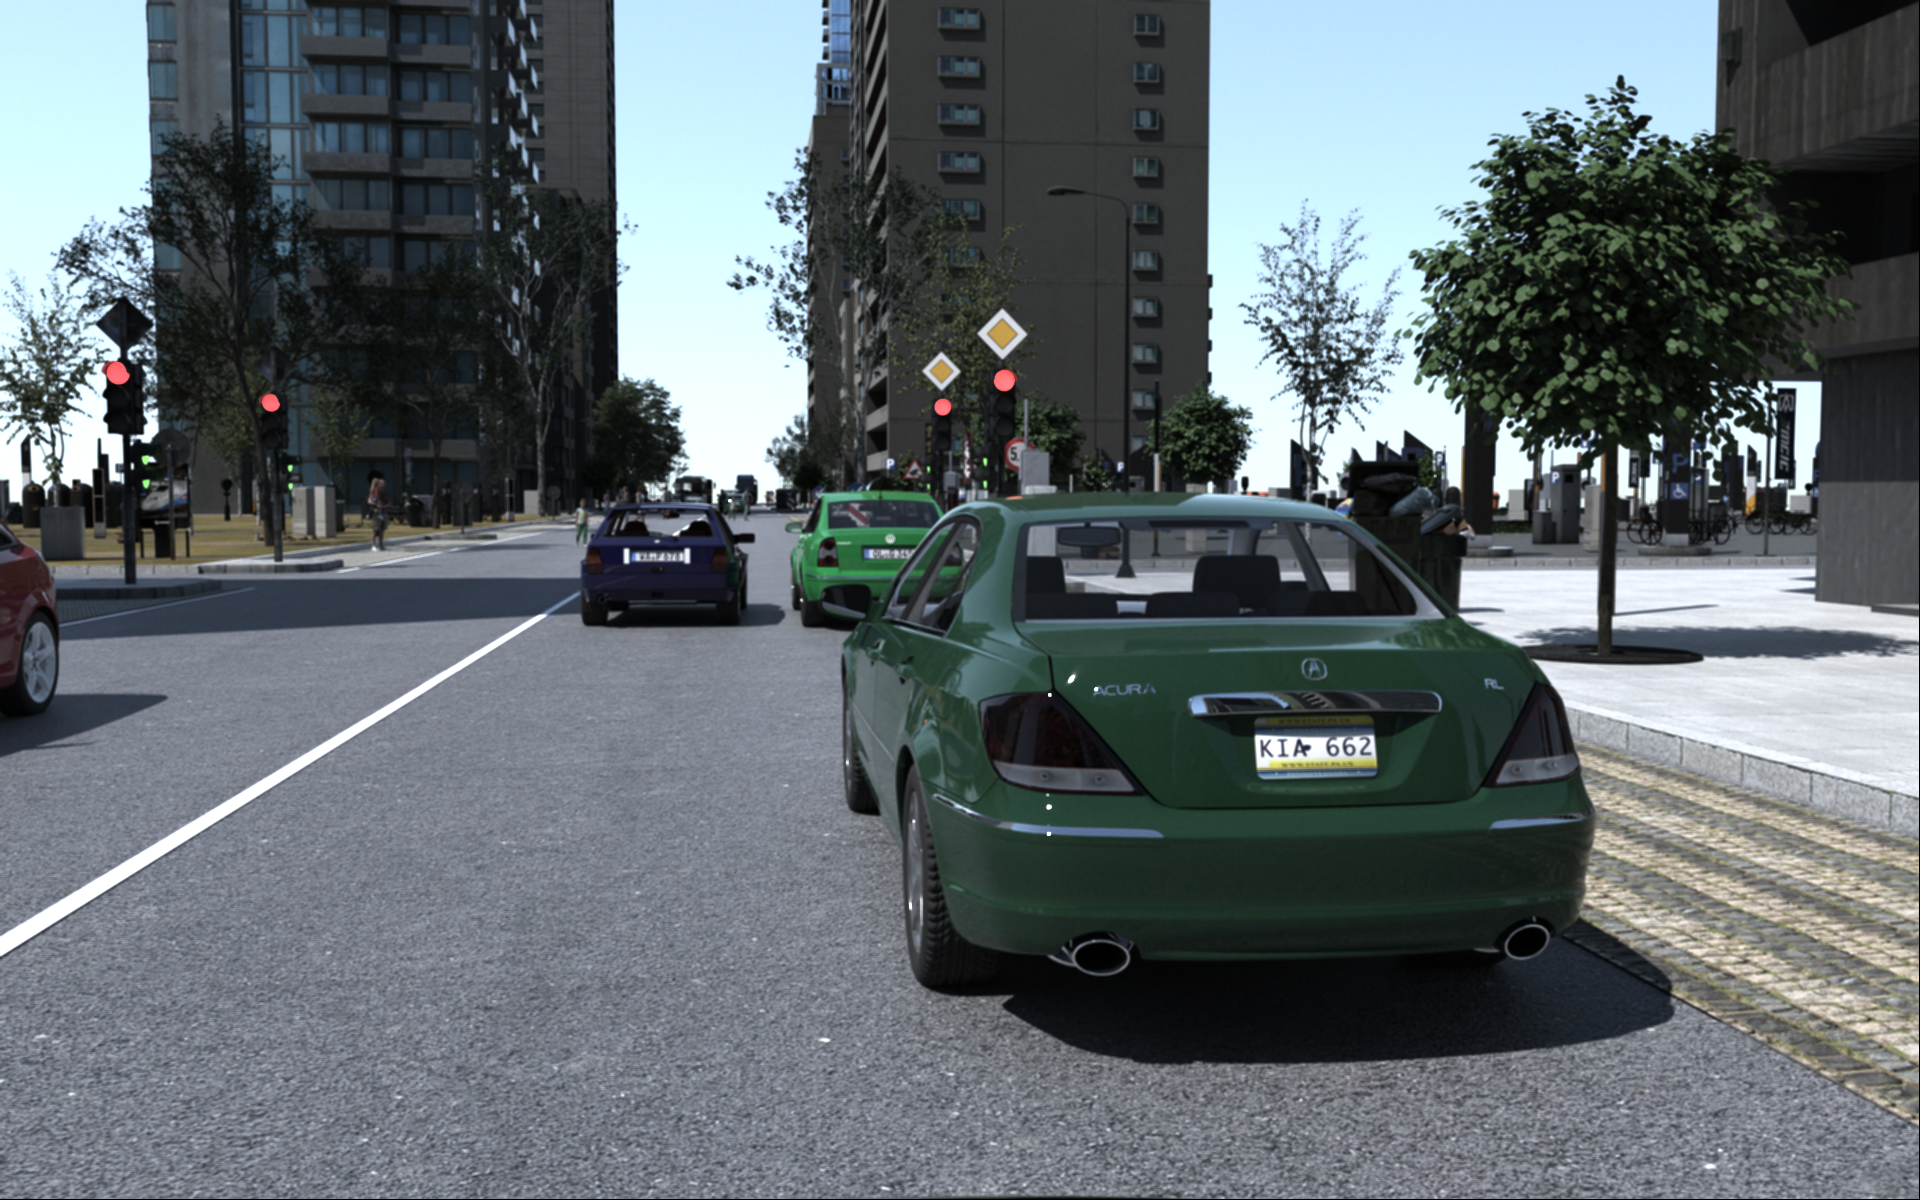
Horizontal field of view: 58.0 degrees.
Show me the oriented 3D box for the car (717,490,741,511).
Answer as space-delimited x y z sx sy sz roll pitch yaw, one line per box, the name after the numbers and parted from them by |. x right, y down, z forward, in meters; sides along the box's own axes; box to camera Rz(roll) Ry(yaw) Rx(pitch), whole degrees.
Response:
-19.354 -8.403 146.056 2.281 1.827 5.304 -1 4 -9 | car

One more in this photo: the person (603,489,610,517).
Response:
-21.937 -6.003 107.485 0.643 1.720 0.563 -2 4 -35 | person

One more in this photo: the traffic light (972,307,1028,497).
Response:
0.613 -2.283 26.245 0.839 4.253 0.868 0 4 -7 | traffic light

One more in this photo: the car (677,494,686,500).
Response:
-24.457 -8.314 147.728 2.131 1.459 4.920 -1 4 -9 | car

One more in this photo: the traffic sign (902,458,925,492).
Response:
-1.612 -3.772 61.677 0.884 2.594 0.081 0 4 1 | traffic sign

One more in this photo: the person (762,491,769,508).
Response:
-20.199 -10.467 180.160 0.750 1.759 0.617 0 4 -1 | person

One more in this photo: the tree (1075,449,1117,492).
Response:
5.403 -4.679 71.099 1.663 3.219 1.824 0 3 0 | tree

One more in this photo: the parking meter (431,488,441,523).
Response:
-22.908 -4.118 75.735 0.372 1.533 0.369 0 3 0 | parking meter

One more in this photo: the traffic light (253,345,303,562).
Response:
-12.848 -2.670 32.583 0.839 4.253 0.868 0 4 -7 | traffic light

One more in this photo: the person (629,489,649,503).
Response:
-20.343 -6.191 109.810 1.348 1.812 0.705 0 4 4 | person

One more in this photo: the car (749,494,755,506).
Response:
-26.296 -12.466 212.851 2.155 1.783 4.494 0 4 -7 | car

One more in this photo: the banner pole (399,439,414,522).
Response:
-25.334 -5.452 79.153 0.401 3.779 0.863 3 5 41 | banner pole

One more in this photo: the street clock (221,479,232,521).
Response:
-35.142 -4.798 83.020 0.358 2.002 0.471 2 4 32 | street clock

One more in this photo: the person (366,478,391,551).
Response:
-14.599 -2.141 43.476 0.573 1.828 0.580 0 4 -5 | person

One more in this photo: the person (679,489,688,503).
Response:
-21.994 -7.893 137.559 0.705 1.824 1.348 1 4 19 | person

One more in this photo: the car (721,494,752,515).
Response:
-15.372 -6.566 119.150 2.131 1.459 4.920 0 4 -8 | car

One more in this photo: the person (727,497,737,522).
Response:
-11.807 -4.711 89.773 0.590 1.304 0.306 2 4 35 | person

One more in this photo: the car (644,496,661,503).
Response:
-20.008 -6.150 113.138 1.945 1.354 3.894 -1 4 -8 | car

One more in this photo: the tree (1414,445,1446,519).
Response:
18.247 -4.507 68.293 1.663 3.219 1.824 0 3 0 | tree

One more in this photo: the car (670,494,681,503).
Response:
-23.844 -7.975 142.189 2.131 1.459 4.920 0 4 -6 | car

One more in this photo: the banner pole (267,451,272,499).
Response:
-40.477 -6.824 101.589 0.401 3.779 0.863 -3 5 -44 | banner pole

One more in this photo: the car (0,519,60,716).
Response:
-6.681 -0.042 9.721 2.155 1.783 4.494 0 4 -7 | car

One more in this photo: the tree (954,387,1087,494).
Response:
2.272 -4.258 53.324 4.285 4.588 4.351 0 3 0 | tree

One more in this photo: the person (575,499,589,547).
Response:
-10.205 -2.079 46.741 0.306 1.304 0.590 -2 4 -35 | person

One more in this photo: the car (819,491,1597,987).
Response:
0.567 0.320 6.565 2.131 1.459 4.920 0 4 -8 | car

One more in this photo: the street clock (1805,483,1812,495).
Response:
56.635 -6.790 115.583 0.358 2.002 0.471 -1 4 -21 | street clock

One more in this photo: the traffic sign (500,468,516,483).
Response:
-21.782 -5.100 83.499 0.768 2.556 0.104 0 4 -3 | traffic sign

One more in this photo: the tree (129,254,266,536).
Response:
-23.794 -6.311 53.547 4.360 8.622 3.978 0 3 0 | tree

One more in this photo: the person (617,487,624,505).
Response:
-19.582 -5.617 100.309 0.822 1.834 0.622 -3 4 -37 | person

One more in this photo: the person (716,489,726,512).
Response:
-18.593 -7.754 135.266 0.705 1.826 1.348 1 4 23 | person

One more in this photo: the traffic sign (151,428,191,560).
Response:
-15.279 -2.045 33.546 0.768 2.556 0.104 0 4 -3 | traffic sign

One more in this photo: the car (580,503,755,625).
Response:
-3.393 -0.472 20.290 1.945 1.354 3.894 0 4 -5 | car

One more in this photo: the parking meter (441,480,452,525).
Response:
-21.647 -4.115 72.986 0.255 1.863 0.399 1 4 18 | parking meter

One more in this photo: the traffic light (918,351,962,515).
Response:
-0.387 -2.767 34.167 0.839 4.253 0.868 0 4 -7 | traffic light

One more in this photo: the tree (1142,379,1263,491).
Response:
6.920 -4.003 49.158 4.285 4.588 4.351 0 3 0 | tree

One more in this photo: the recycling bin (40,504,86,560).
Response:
-17.555 -1.306 33.909 0.722 1.027 0.722 -1 4 -22 | recycling bin

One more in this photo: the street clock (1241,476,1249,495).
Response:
11.714 -4.077 71.226 0.358 2.002 0.471 1 4 19 | street clock

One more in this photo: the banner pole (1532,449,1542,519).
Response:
20.347 -4.346 61.077 0.401 3.779 0.863 0 4 -4 | banner pole

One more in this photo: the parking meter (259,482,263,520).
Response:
-34.331 -4.852 85.039 0.255 1.863 0.399 0 4 3 | parking meter

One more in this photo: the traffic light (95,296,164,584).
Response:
-11.848 -2.186 24.661 0.839 4.253 0.868 0 4 -7 | traffic light

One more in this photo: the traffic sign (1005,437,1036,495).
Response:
1.345 -2.375 38.935 0.768 2.556 0.104 0 4 2 | traffic sign

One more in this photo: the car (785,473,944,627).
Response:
-1.025 -0.694 20.136 1.959 1.807 4.718 0 4 -8 | car

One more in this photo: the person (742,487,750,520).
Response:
-11.661 -5.256 94.542 0.391 1.810 0.635 0 4 2 | person

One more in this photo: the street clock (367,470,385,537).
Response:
-17.589 -2.915 52.223 0.471 2.002 0.358 0 4 -4 | street clock

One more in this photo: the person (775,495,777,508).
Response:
-18.692 -10.298 177.816 0.756 1.711 0.436 -3 4 -37 | person

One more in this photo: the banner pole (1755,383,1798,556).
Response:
16.969 -2.808 35.936 0.863 3.779 0.401 -1 4 -13 | banner pole

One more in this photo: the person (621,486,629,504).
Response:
-14.344 -3.980 74.114 0.362 1.759 0.519 0 4 2 | person

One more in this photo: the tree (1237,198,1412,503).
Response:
9.165 -5.733 44.105 4.360 8.622 3.978 0 3 0 | tree

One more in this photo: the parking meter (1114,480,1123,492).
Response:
6.659 -4.080 72.419 0.399 1.863 0.255 1 4 18 | parking meter

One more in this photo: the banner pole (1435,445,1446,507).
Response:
24.741 -6.061 89.112 0.863 3.779 0.401 -2 4 -26 | banner pole

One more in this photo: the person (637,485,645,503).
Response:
-14.033 -4.115 75.866 0.778 1.811 0.616 1 4 8 | person

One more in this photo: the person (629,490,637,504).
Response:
-22.529 -6.805 120.486 0.721 1.735 1.217 3 5 43 | person

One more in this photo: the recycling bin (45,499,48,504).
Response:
-48.040 -4.793 90.927 0.722 1.027 0.722 1 4 13 | recycling bin

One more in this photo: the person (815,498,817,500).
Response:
-8.079 -5.189 97.610 0.475 1.303 0.640 -2 4 -24 | person

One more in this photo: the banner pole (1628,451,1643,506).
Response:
32.396 -5.676 82.821 0.863 3.779 0.401 1 4 12 | banner pole

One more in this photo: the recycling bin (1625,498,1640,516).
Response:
39.168 -5.408 100.969 0.722 1.027 0.722 -3 5 -44 | recycling bin

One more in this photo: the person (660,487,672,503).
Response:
-16.630 -5.465 97.954 0.679 1.850 0.850 -1 4 -18 | person

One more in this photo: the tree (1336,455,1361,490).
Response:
18.926 -5.436 83.485 1.663 3.219 1.824 0 3 0 | tree
